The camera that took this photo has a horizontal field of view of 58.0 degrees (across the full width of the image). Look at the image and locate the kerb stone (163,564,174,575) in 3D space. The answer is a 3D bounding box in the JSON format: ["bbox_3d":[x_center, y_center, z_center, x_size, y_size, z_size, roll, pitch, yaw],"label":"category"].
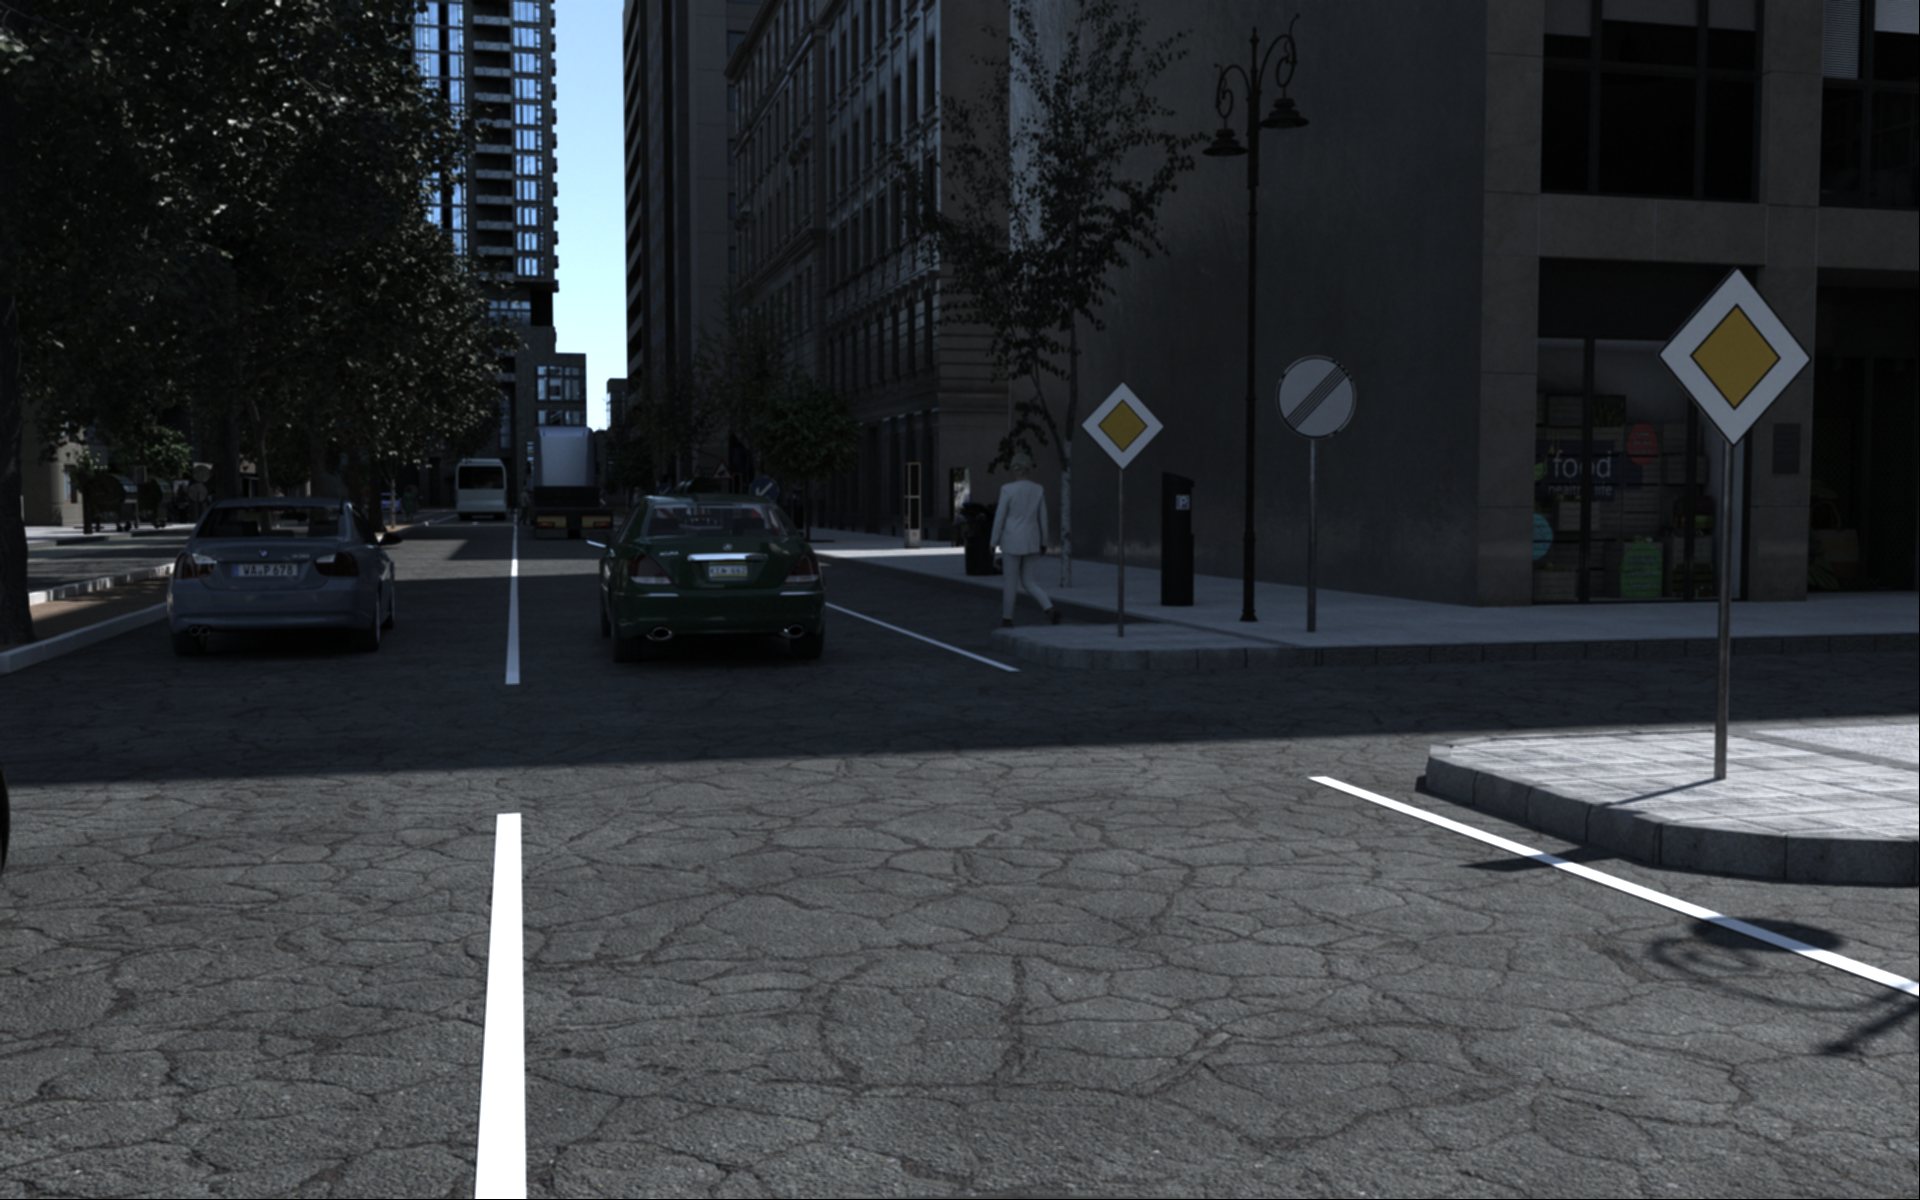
[{"bbox_3d":[-14.126,-0.514,30.667,0.120,0.150,1.000,-1,4,-14],"label":"kerb stone"}]

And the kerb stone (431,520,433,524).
[{"bbox_3d":[-24.825,-3.588,80.861,0.120,0.150,1.000,-1,4,-14],"label":"kerb stone"}]

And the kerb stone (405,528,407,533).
[{"bbox_3d":[-19.983,-2.434,61.986,0.120,0.150,1.000,-1,4,-14],"label":"kerb stone"}]

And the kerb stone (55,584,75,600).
[{"bbox_3d":[-12.339,-0.092,23.704,0.120,0.150,1.000,-1,4,-14],"label":"kerb stone"}]

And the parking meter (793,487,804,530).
[{"bbox_3d":[-5.844,-3.315,62.604,0.372,1.533,0.369,0,3,0],"label":"parking meter"}]

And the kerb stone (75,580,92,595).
[{"bbox_3d":[-12.597,-0.153,24.694,0.120,0.150,1.000,-1,4,-14],"label":"kerb stone"}]

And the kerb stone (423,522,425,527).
[{"bbox_3d":[-23.040,-3.160,73.900,0.120,0.150,1.000,-1,4,-14],"label":"kerb stone"}]

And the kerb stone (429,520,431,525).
[{"bbox_3d":[-24.317,-3.467,78.876,0.120,0.150,1.000,-1,4,-14],"label":"kerb stone"}]

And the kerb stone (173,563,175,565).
[{"bbox_3d":[-14.383,-0.579,31.656,0.120,0.150,1.000,-1,4,-14],"label":"kerb stone"}]

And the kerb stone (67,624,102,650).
[{"bbox_3d":[-8.262,0.363,16.267,0.120,0.150,1.000,-1,4,-14],"label":"kerb stone"}]

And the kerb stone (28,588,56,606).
[{"bbox_3d":[-12.086,-0.025,22.708,0.120,0.150,1.000,-1,4,-14],"label":"kerb stone"}]

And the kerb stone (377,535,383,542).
[{"bbox_3d":[-17.695,-1.886,53.035,0.120,0.150,1.000,-1,4,-14],"label":"kerb stone"}]

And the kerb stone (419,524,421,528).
[{"bbox_3d":[-22.279,-2.979,70.907,0.120,0.150,1.000,-1,4,-14],"label":"kerb stone"}]

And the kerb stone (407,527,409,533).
[{"bbox_3d":[-20.240,-2.494,62.978,0.120,0.150,1.000,-1,4,-14],"label":"kerb stone"}]

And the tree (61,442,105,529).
[{"bbox_3d":[-32.402,-4.268,64.383,1.663,3.219,1.824,0,3,0],"label":"tree"}]

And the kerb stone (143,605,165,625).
[{"bbox_3d":[-9.028,0.186,19.241,0.120,0.150,1.000,-1,4,-14],"label":"kerb stone"}]

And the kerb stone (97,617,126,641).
[{"bbox_3d":[-8.518,0.302,17.260,0.120,0.150,1.000,-1,4,-14],"label":"kerb stone"}]

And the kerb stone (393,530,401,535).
[{"bbox_3d":[-19.222,-2.250,58.995,0.120,0.150,1.000,-1,4,-14],"label":"kerb stone"}]

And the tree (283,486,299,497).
[{"bbox_3d":[-43.482,-9.952,113.075,4.737,8.622,4.395,0,3,0],"label":"tree"}]

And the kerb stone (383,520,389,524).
[{"bbox_3d":[-27.883,-3.801,84.338,0.120,0.150,1.000,-1,4,-14],"label":"kerb stone"}]

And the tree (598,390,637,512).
[{"bbox_3d":[-23.526,-10.520,122.371,4.360,8.622,3.978,0,3,0],"label":"tree"}]

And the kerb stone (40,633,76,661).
[{"bbox_3d":[-8.007,0.427,15.275,0.120,0.150,1.000,-1,4,-14],"label":"kerb stone"}]

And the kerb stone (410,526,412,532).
[{"bbox_3d":[-20.751,-2.615,64.958,0.120,0.150,1.000,-1,4,-14],"label":"kerb stone"}]

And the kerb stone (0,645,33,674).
[{"bbox_3d":[-7.761,0.486,14.283,0.120,0.150,1.000,-1,4,-14],"label":"kerb stone"}]

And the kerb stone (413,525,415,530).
[{"bbox_3d":[-21.262,-2.735,66.938,0.120,0.150,1.000,-1,4,-14],"label":"kerb stone"}]

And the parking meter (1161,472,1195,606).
[{"bbox_3d":[2.502,-0.703,19.908,0.372,1.533,0.369,0,3,0],"label":"parking meter"}]

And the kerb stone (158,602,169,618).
[{"bbox_3d":[-9.285,0.120,20.230,0.120,0.150,1.000,-1,4,-14],"label":"kerb stone"}]

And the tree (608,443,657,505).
[{"bbox_3d":[-20.815,-7.768,110.727,4.285,4.588,4.351,0,3,0],"label":"tree"}]

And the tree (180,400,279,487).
[{"bbox_3d":[-37.321,-8.417,87.980,4.737,8.622,4.395,0,3,0],"label":"tree"}]

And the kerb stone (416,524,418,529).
[{"bbox_3d":[-21.766,-2.858,68.921,0.120,0.150,1.000,-1,4,-14],"label":"kerb stone"}]

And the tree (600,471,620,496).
[{"bbox_3d":[-29.559,-9.333,147.199,1.663,3.219,1.824,0,3,0],"label":"tree"}]

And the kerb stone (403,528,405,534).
[{"bbox_3d":[-19.727,-2.373,60.988,0.120,0.150,1.000,-1,4,-14],"label":"kerb stone"}]

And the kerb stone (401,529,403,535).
[{"bbox_3d":[-19.478,-2.312,59.995,0.120,0.150,1.000,-1,4,-14],"label":"kerb stone"}]

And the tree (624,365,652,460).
[{"bbox_3d":[-16.192,-8.776,93.847,4.737,8.622,4.395,0,3,0],"label":"tree"}]

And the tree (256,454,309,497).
[{"bbox_3d":[-41.052,-7.450,105.525,4.285,4.588,4.351,0,3,0],"label":"tree"}]

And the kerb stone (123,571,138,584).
[{"bbox_3d":[-13.353,-0.335,27.676,0.120,0.150,1.000,-1,4,-14],"label":"kerb stone"}]

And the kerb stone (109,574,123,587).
[{"bbox_3d":[-13.105,-0.274,26.681,0.120,0.150,1.000,-1,4,-14],"label":"kerb stone"}]

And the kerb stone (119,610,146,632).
[{"bbox_3d":[-8.775,0.242,18.250,0.120,0.150,1.000,-1,4,-14],"label":"kerb stone"}]

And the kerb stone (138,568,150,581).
[{"bbox_3d":[-13.612,-0.396,28.668,0.120,0.150,1.000,-1,4,-14],"label":"kerb stone"}]

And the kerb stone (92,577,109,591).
[{"bbox_3d":[-12.846,-0.213,25.685,0.120,0.150,1.000,-1,4,-14],"label":"kerb stone"}]

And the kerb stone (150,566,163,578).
[{"bbox_3d":[-13.866,-0.455,29.666,0.120,0.150,1.000,-1,4,-14],"label":"kerb stone"}]
